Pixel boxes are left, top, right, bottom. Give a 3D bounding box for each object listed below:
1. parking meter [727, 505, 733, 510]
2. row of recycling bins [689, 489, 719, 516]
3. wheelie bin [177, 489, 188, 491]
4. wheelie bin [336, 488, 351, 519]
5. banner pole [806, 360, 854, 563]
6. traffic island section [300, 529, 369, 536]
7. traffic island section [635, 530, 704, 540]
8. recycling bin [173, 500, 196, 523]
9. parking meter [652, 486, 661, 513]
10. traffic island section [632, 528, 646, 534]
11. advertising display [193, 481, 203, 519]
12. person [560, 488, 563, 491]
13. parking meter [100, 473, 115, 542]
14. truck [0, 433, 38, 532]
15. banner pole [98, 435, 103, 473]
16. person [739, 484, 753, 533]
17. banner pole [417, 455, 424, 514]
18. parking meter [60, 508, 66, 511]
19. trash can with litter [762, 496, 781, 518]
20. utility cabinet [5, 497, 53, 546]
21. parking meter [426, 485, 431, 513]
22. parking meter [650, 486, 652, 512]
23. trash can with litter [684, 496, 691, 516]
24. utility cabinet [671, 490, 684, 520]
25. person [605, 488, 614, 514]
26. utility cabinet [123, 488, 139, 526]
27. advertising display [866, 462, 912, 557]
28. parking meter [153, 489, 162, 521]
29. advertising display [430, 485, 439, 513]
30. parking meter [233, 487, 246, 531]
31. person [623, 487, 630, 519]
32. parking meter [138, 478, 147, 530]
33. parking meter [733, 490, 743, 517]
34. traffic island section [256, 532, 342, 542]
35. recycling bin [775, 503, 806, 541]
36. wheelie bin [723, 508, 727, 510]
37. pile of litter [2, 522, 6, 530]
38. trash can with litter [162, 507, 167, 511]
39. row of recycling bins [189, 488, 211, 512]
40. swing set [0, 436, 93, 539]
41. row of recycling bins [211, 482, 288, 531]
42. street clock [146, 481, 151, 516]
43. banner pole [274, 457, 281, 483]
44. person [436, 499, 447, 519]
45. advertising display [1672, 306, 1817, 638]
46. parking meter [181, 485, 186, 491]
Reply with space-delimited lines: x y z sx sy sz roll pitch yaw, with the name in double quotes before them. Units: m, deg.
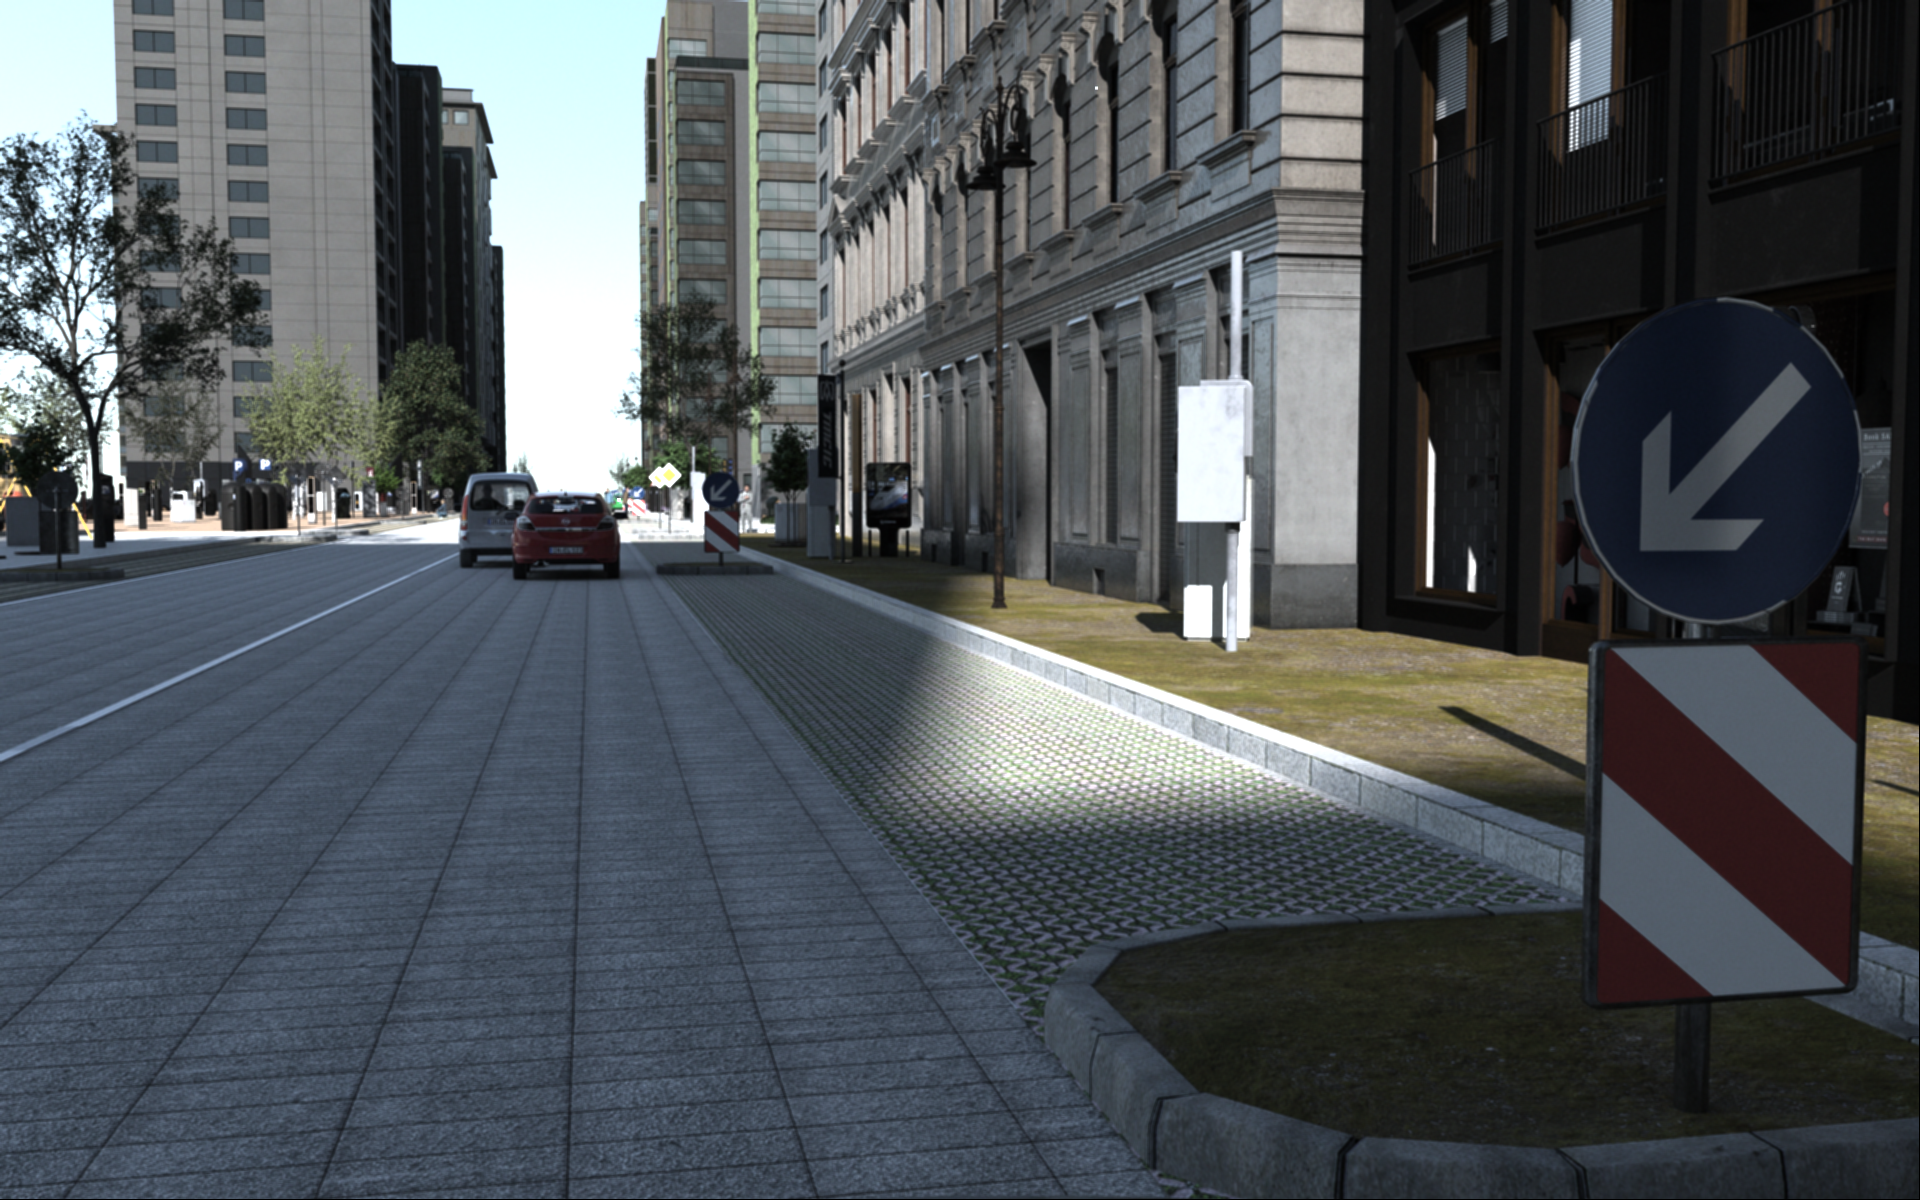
"parking meter" -13.128 -5.539 98.971 0.372 1.533 0.369 0 3 0
"row of recycling bins" -15.310 -5.961 104.575 1.069 1.692 3.534 1 4 17
"wheelie bin" -50.497 -6.403 112.598 0.980 1.594 0.693 -1 4 -18
"wheelie bin" -32.302 -5.057 90.596 0.980 1.594 0.693 1 4 22
"banner pole" -2.346 -2.577 32.156 0.401 3.779 0.863 3 5 41
"traffic island section" -22.002 -2.372 61.065 2.009 0.180 2.903 -1 4 -12
"traffic island section" -9.295 -2.037 55.589 2.009 0.180 2.903 -1 4 -12
"recycling bin" -34.825 -3.990 77.785 0.722 1.027 0.722 3 5 40
"parking meter" -20.920 -6.998 120.128 0.399 1.863 0.255 3 5 39
"traffic island section" -10.956 -2.515 63.400 2.009 0.180 2.903 -1 4 -12
"advertising display" -38.782 -5.076 88.199 0.123 1.923 0.974 -3 5 -43
"person" -27.896 -6.906 121.423 0.388 1.821 0.555 2 4 23
"parking meter" -22.841 -2.486 46.363 0.399 1.863 0.255 -1 4 -21
"truck" -33.262 -3.564 54.198 9.791 3.379 3.469 -1 4 -12
"banner pole" -36.530 -5.108 73.535 0.401 3.779 0.863 0 4 -3
"person" -7.536 -3.198 60.972 0.511 1.800 0.466 0 4 -7
"banner pole" -34.314 -7.353 110.232 0.863 3.779 0.401 3 5 42
"parking meter" -41.160 -4.336 79.307 0.372 1.533 0.369 0 3 0
"trash can with litter" -8.884 -4.270 81.196 0.624 1.170 1.055 2 4 26
"utility cabinet" -23.070 -1.943 42.937 1.020 1.237 0.306 -2 4 -33
"parking meter" -36.058 -6.838 117.516 0.255 1.863 0.399 -1 4 -17
"parking meter" -21.494 -7.052 121.013 0.255 1.863 0.399 -2 4 -32
"trash can with litter" -15.803 -5.315 98.287 1.055 1.170 0.624 0 4 -2
"utility cabinet" -13.841 -4.667 84.986 0.318 1.500 1.173 -2 4 -25
"person" -20.817 -5.746 102.786 0.601 1.785 0.444 3 4 38
"utility cabinet" -32.778 -3.659 68.504 0.318 1.500 1.173 -3 4 -37
"advertising display" -1.457 -1.847 35.406 0.974 1.923 0.123 1 4 23
"parking meter" -38.162 -4.523 82.355 0.372 1.533 0.369 0 3 0
"advertising display" -36.512 -7.034 120.225 0.123 1.923 0.974 1 4 22
"parking meter" -24.769 -3.127 59.533 0.372 1.533 0.369 0 3 0
"person" -18.872 -5.470 97.850 0.656 1.842 0.836 2 4 32
"parking meter" -29.595 -3.484 62.678 0.255 1.863 0.399 -2 4 -24
"parking meter" -12.224 -5.367 96.158 0.372 1.533 0.369 0 3 0
"traffic island section" -20.341 -1.894 53.254 2.009 0.180 2.903 -1 4 -12
"recycling bin" -4.646 -2.151 47.723 0.722 1.027 0.722 1 4 17
"wheelie bin" -14.724 -6.076 107.247 0.980 1.594 0.693 0 4 0
"pile of litter" -35.881 -3.228 66.749 1.719 0.858 1.176 -2 4 -35
"trash can with litter" -59.934 -7.247 129.874 1.055 1.170 0.624 -1 4 -18
"row of recycling bins" -54.991 -7.266 125.915 1.069 1.692 3.534 0 4 -1
"swing set" -25.943 -3.059 47.632 2.862 2.851 3.119 0 4 -8
"row of recycling bins" -25.367 -3.383 62.431 1.069 1.692 3.534 1 4 8
"street clock" -46.615 -5.808 99.529 0.471 2.002 0.358 -1 4 -22
"banner pole" -41.936 -7.130 106.585 0.401 3.779 0.863 1 4 9
"person" -30.001 -5.262 100.027 0.738 1.151 1.012 0 4 4
"advertising display" 2.853 -0.071 6.370 0.123 1.923 0.974 0 4 3
"parking meter" -48.557 -6.276 108.315 0.255 1.863 0.399 -1 4 -18
